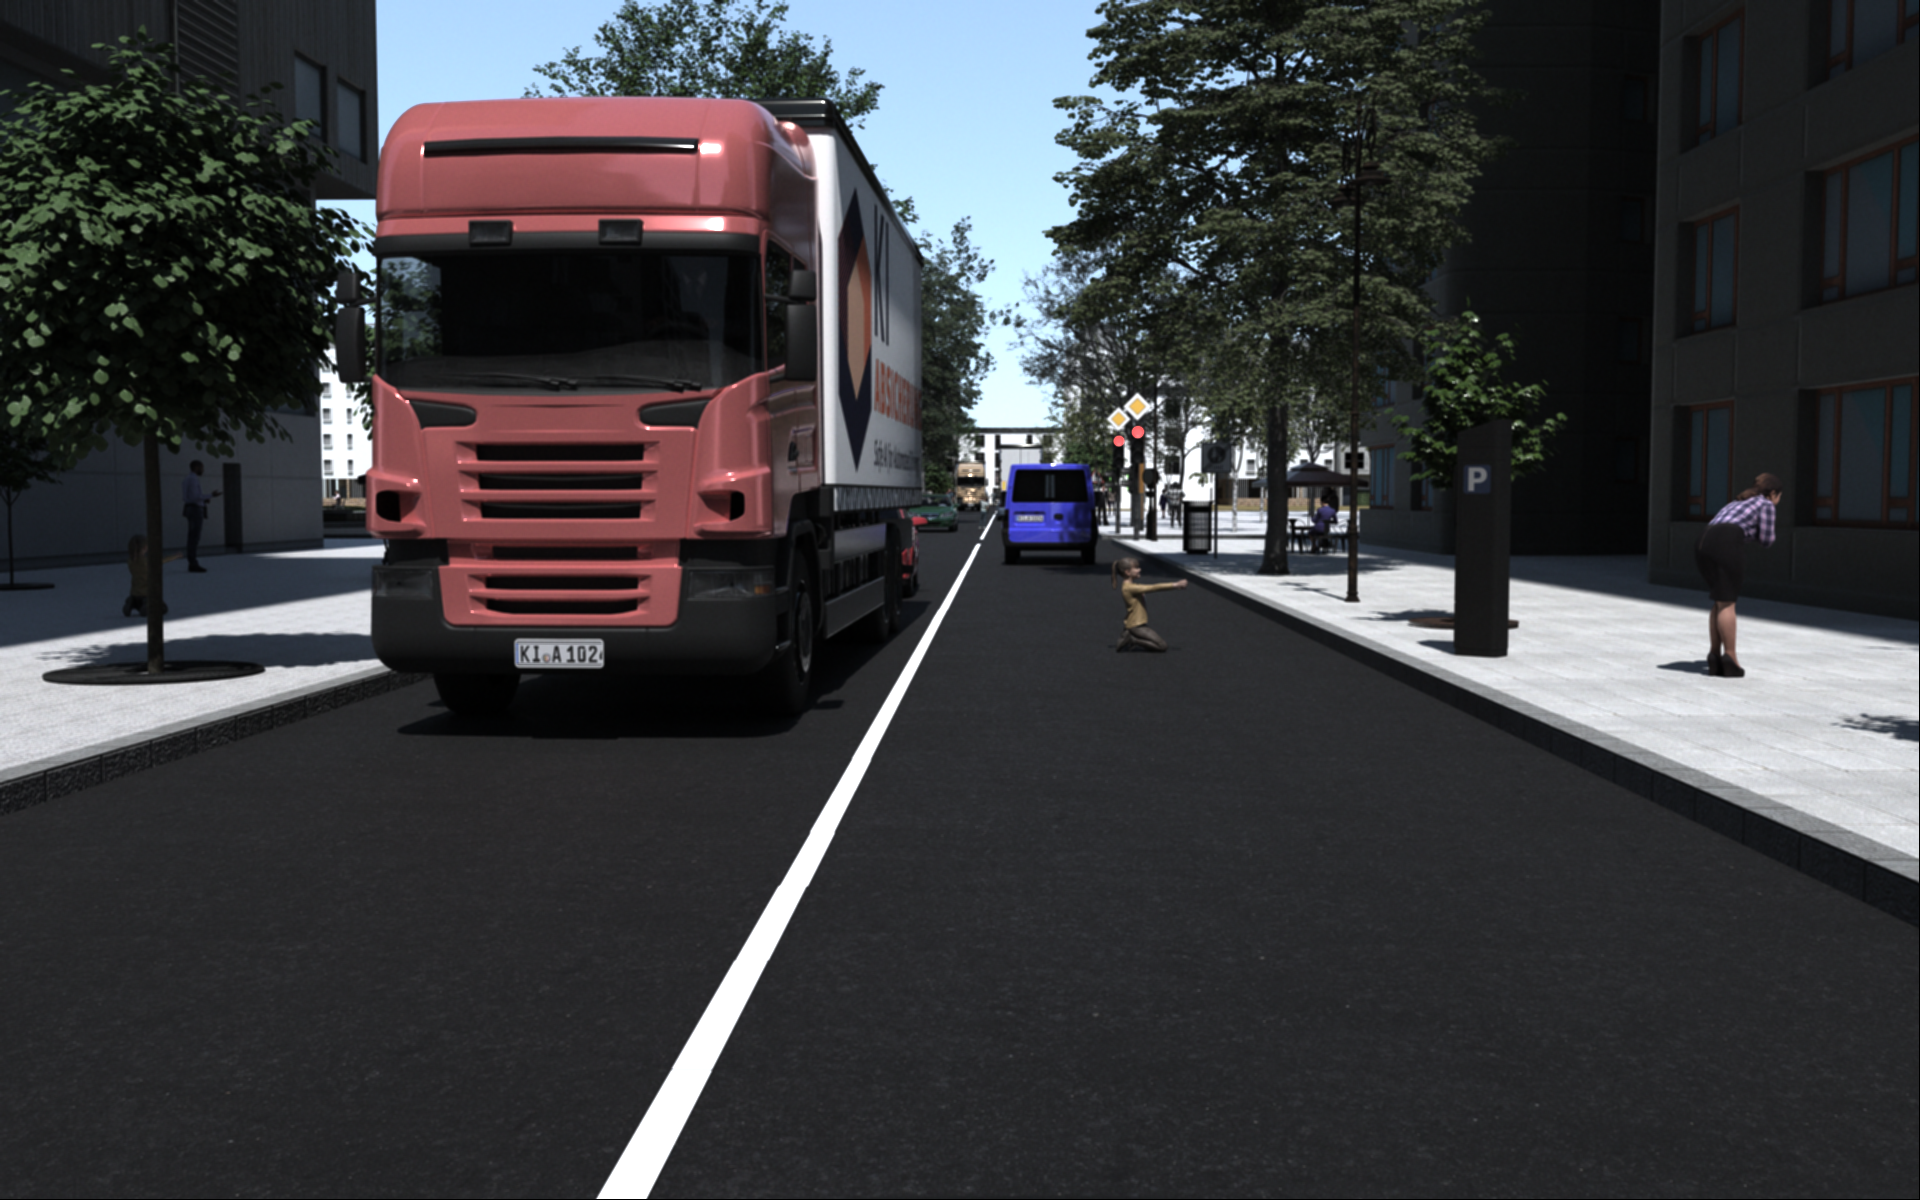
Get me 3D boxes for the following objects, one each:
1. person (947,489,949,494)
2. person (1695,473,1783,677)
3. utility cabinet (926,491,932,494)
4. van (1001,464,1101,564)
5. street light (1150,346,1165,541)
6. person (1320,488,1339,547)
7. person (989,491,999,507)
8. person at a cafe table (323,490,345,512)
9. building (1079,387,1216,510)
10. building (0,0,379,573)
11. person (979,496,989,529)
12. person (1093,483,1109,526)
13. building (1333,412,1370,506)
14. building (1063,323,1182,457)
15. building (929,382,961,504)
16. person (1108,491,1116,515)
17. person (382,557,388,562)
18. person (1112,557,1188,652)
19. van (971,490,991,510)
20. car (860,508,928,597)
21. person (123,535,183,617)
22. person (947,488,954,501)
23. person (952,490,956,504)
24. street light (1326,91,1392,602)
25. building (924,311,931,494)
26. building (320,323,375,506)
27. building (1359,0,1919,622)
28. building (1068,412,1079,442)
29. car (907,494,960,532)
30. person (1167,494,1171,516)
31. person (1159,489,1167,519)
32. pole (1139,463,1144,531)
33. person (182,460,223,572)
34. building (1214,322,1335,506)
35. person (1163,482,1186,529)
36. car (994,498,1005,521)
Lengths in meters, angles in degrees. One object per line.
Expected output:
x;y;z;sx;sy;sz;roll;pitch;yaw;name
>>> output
-1.165;-9.600;163.727;0.721;1.743;1.217;3;4;38;person
5.475;-0.178;12.181;0.697;1.427;0.421;-2;4;-24;person
-2.248;-7.227;126.848;0.318;1.500;1.173;-1;4;-11;utility cabinet
1.937;-2.000;37.089;2.240;2.365;5.245;0;4;3;van
5.311;-4.544;47.082;0.468;5.910;1.993;0;4;2;street light
8.895;-2.127;41.634;0.431;1.722;0.655;1;4;15;person
3.645;-10.962;187.804;1.350;1.814;0.705;-1;4;-20;person
-39.822;-6.193;109.764;1.622;1.524;1.698;-1;4;-15;person at a cafe table
15.691;-12.718;150.079;9.099;9.664;28.070;0;4;2;building
-27.823;-26.913;29.275;27.495;52.752;28.713;0;4;2;building
0.975;-3.640;71.920;0.435;1.345;0.340;0;4;5;person
5.716;-3.877;70.230;0.742;1.727;0.445;-3;5;-42;person
56.925;-20.049;194.255;31.486;18.905;16.747;0;4;2;building
19.826;-20.853;197.373;16.016;20.091;11.380;0;4;2;building
-15.824;-22.046;226.909;31.486;18.905;16.747;0;4;2;building
9.199;-6.011;104.859;0.617;1.759;0.750;0;4;5;person
-10.607;-1.550;32.312;0.530;1.710;0.541;0;4;2;person
1.723;0.043;15.724;0.695;0.859;0.347;1;4;9;person
1.833;-9.153;156.667;2.013;2.044;4.112;0;4;1;van
-1.540;-1.002;25.420;2.155;1.783;4.494;0;3;0;car
-8.571;-0.268;18.345;0.347;0.859;0.695;0;4;8;person
-0.688;-6.438;113.894;0.434;1.807;0.598;-3;4;-38;person
-0.705;-11.324;191.205;1.348;1.822;0.705;3;4;36;person
4.671;-2.915;20.445;0.468;5.910;1.993;0;4;2;street light
-19.920;-21.177;190.224;32.646;21.610;27.936;0;4;2;building
-65.669;-20.878;197.776;11.380;20.091;16.016;0;4;2;building
23.830;-11.293;29.687;27.650;21.520;28.899;0;4;2;building
16.161;-14.431;178.094;9.099;9.664;28.070;0;4;2;building
-1.038;-3.365;66.819;2.131;1.459;4.920;0;4;2;car
12.505;-5.780;102.765;0.499;1.552;0.429;-2;4;-33;person
10.533;-5.010;90.326;0.453;1.535;0.546;-3;5;-43;person
6.304;-4.068;60.348;0.158;3.312;0.155;0;3;0;pole
-12.518;-1.390;28.639;0.599;1.838;0.709;-3;4;-36;person
35.547;-20.803;196.552;11.380;20.091;16.016;0;4;2;building
7.979;-3.509;64.142;0.841;1.734;0.376;1;4;22;person
2.876;-5.046;94.497;2.014;1.417;4.499;0;4;2;car
